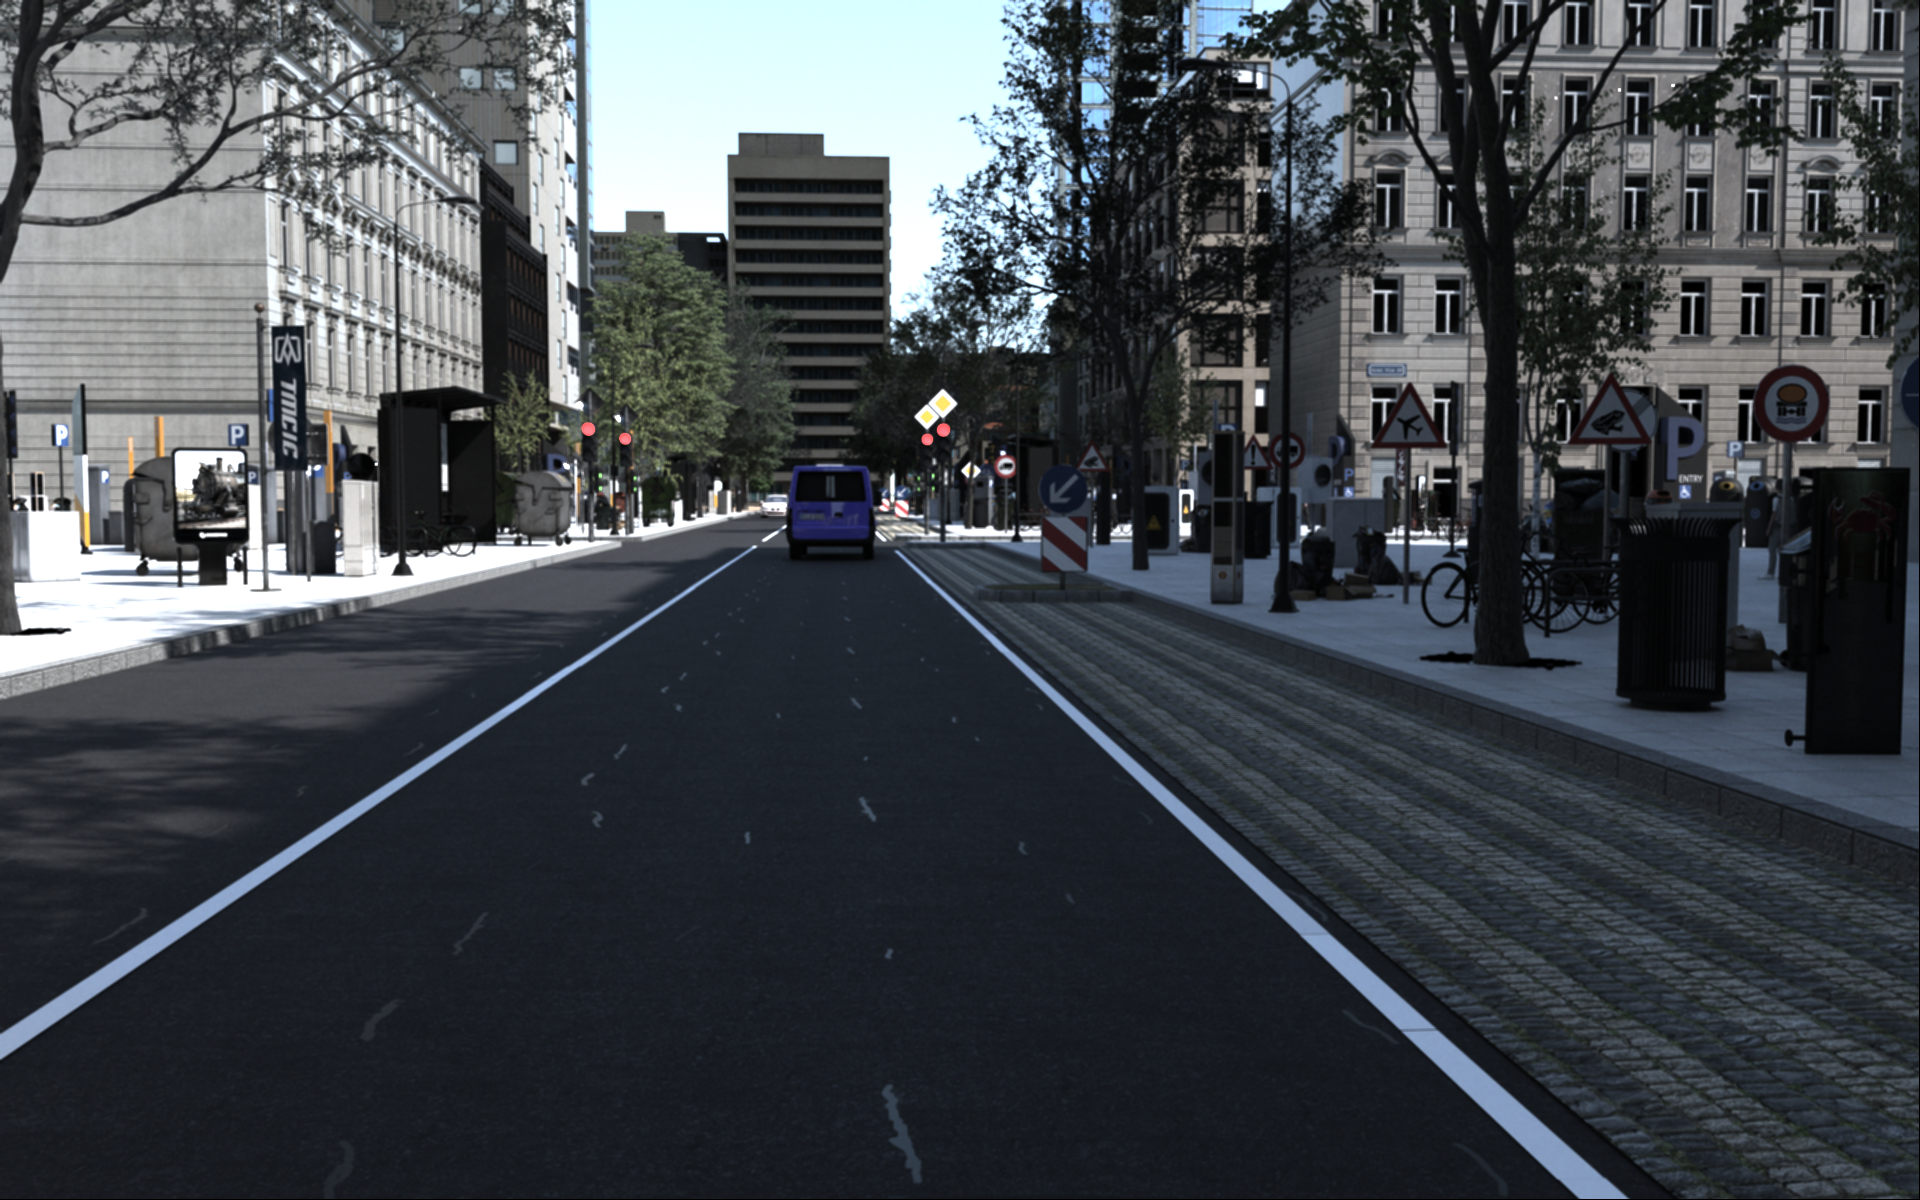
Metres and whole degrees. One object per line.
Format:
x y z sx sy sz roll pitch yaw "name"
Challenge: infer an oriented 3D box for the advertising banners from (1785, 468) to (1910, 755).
5.125 -0.748 8.425 2.074 3.025 0.090 0 4 2 "advertising banners"

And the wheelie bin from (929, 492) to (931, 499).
-2.362 -6.723 117.824 0.693 1.594 0.980 -1 4 -19 "wheelie bin"

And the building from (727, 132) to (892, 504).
-20.309 -37.427 235.636 21.600 48.544 21.300 0 4 -4 "building"

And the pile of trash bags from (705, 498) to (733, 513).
-16.630 -6.687 119.078 1.912 1.369 3.447 0 4 1 "pile of trash bags"

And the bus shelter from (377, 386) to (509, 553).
-12.021 -3.023 40.717 1.731 3.624 6.357 0 4 -4 "bus shelter"

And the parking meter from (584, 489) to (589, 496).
-20.007 -5.183 93.158 0.372 1.533 0.369 0 3 0 "parking meter"

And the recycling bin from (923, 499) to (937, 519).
-1.504 -4.660 88.747 0.722 1.027 0.722 0 3 0 "recycling bin"

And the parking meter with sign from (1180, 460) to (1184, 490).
11.519 -5.651 88.654 0.543 3.016 1.738 0 4 6 "parking meter with sign"

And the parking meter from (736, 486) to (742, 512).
-15.589 -7.118 122.090 0.399 1.863 0.255 -2 4 -33 "parking meter"

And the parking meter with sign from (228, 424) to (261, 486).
-17.711 -2.918 43.975 0.543 3.016 1.738 1 4 17 "parking meter with sign"

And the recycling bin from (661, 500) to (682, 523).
-12.925 -3.978 77.591 0.722 1.027 0.722 2 4 28 "recycling bin"

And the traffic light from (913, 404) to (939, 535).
-1.056 -3.996 54.257 0.839 4.253 0.868 0 4 -4 "traffic light"

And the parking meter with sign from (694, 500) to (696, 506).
-19.329 -7.752 123.010 0.543 3.016 1.738 1 4 19 "parking meter with sign"

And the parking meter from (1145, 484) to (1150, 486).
11.293 -6.083 105.162 0.399 1.863 0.255 -1 4 -10 "parking meter"

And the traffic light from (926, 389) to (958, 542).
-0.478 -3.509 46.293 0.839 4.253 0.868 0 4 -4 "traffic light"

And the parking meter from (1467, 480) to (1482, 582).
7.458 -1.002 24.789 0.372 1.533 0.369 0 3 0 "parking meter"

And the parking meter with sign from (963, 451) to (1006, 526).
0.965 -4.503 69.881 1.738 3.016 0.543 2 4 28 "parking meter with sign"

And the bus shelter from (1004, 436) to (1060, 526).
2.993 -4.962 72.405 1.731 3.624 6.357 0 4 -4 "bus shelter"

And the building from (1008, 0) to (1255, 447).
17.594 -52.777 175.574 22.319 86.520 31.000 0 4 -4 "building"

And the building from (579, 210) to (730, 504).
-43.475 -33.534 240.163 23.993 40.220 32.217 0 4 -4 "building"

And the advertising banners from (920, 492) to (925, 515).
-2.221 -6.721 106.070 0.090 3.025 2.074 -1 4 -10 "advertising banners"

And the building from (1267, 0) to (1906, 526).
26.790 -16.990 75.051 25.104 27.353 12.463 0 4 -4 "building"

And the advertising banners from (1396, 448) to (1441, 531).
16.067 -3.956 60.863 0.090 3.025 2.074 -2 4 -33 "advertising banners"

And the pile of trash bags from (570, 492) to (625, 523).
-16.504 -4.101 76.800 3.447 1.369 1.912 0 4 -5 "pile of trash bags"

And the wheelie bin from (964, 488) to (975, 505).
0.614 -4.931 88.522 0.693 1.594 0.980 -1 4 -16 "wheelie bin"

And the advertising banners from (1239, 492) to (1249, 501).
13.945 -5.705 89.468 2.074 3.025 0.090 -1 4 -14 "advertising banners"

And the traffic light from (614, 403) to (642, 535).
-10.292 -3.954 53.573 0.839 4.253 0.868 0 4 -4 "traffic light"

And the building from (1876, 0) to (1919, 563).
24.711 -14.341 21.859 14.401 28.519 23.554 0 4 -4 "building"

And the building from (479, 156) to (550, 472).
-35.389 -17.589 117.257 12.332 23.373 15.834 0 4 -4 "building"

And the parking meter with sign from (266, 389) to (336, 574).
-10.699 -1.959 28.286 0.543 3.016 1.738 -3 5 -41 "parking meter with sign"

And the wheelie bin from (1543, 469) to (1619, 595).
7.964 -0.872 22.172 0.980 1.594 0.693 1 4 22 "wheelie bin"

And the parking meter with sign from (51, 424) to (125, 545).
-21.713 -2.880 43.356 1.738 3.016 0.543 0 4 6 "parking meter with sign"

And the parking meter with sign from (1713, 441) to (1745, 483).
24.743 -3.666 56.192 1.738 3.016 0.543 -3 5 -40 "parking meter with sign"

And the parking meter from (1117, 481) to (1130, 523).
7.014 -4.233 74.918 0.255 1.863 0.399 -3 5 -41 "parking meter"

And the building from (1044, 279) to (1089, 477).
22.933 -18.507 147.626 27.650 21.520 28.899 0 4 -4 "building"

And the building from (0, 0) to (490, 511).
-35.898 -18.980 86.730 17.030 29.872 44.131 0 4 -4 "building"

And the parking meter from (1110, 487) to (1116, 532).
4.967 -3.081 58.777 0.372 1.533 0.369 0 3 0 "parking meter"

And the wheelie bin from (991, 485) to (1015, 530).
1.615 -3.315 62.114 0.980 1.594 0.693 -1 4 -10 "wheelie bin"

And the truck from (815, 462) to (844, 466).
-11.682 -10.141 154.712 2.839 4.237 11.283 0 4 -5 "truck"

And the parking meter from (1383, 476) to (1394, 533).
13.986 -3.112 56.598 0.255 1.863 0.399 0 4 -3 "parking meter"

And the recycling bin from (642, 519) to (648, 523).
-14.164 -4.027 78.390 0.722 1.027 0.722 -1 4 -13 "recycling bin"

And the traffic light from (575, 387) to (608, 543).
-9.714 -3.467 45.609 0.839 4.253 0.868 0 4 -4 "traffic light"

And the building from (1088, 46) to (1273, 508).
20.508 -18.934 114.090 19.350 26.468 34.151 0 4 -4 "building"

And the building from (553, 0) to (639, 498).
-49.841 -52.758 175.265 31.000 86.520 22.319 0 4 -4 "building"

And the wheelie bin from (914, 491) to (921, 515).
-2.517 -6.130 108.135 0.693 1.594 0.980 0 4 2 "wheelie bin"

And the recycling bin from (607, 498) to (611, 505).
-25.029 -6.878 125.015 0.722 1.027 0.722 -2 4 -30 "recycling bin"

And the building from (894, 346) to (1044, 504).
5.668 -24.289 242.162 28.899 21.520 27.650 0 4 -4 "building"

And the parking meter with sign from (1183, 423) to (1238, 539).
6.318 -2.892 43.546 0.543 3.016 1.738 -1 4 -18 "parking meter with sign"

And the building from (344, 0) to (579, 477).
-46.114 -33.678 139.881 28.713 52.752 27.495 0 4 -4 "building"

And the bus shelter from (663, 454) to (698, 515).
-16.756 -6.938 104.712 1.731 3.624 6.357 0 4 -4 "bus shelter"

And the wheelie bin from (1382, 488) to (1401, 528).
16.416 -3.551 65.973 0.693 1.594 0.980 0 4 3 "wheelie bin"

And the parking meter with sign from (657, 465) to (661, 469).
-17.212 -6.343 99.974 0.543 3.016 1.738 -2 4 -33 "parking meter with sign"

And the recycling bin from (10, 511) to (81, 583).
-13.395 -0.784 25.373 0.722 1.027 0.722 3 5 41 "recycling bin"

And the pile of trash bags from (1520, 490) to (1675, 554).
14.089 -1.735 38.117 3.447 1.369 1.912 -1 4 -11 "pile of trash bags"
